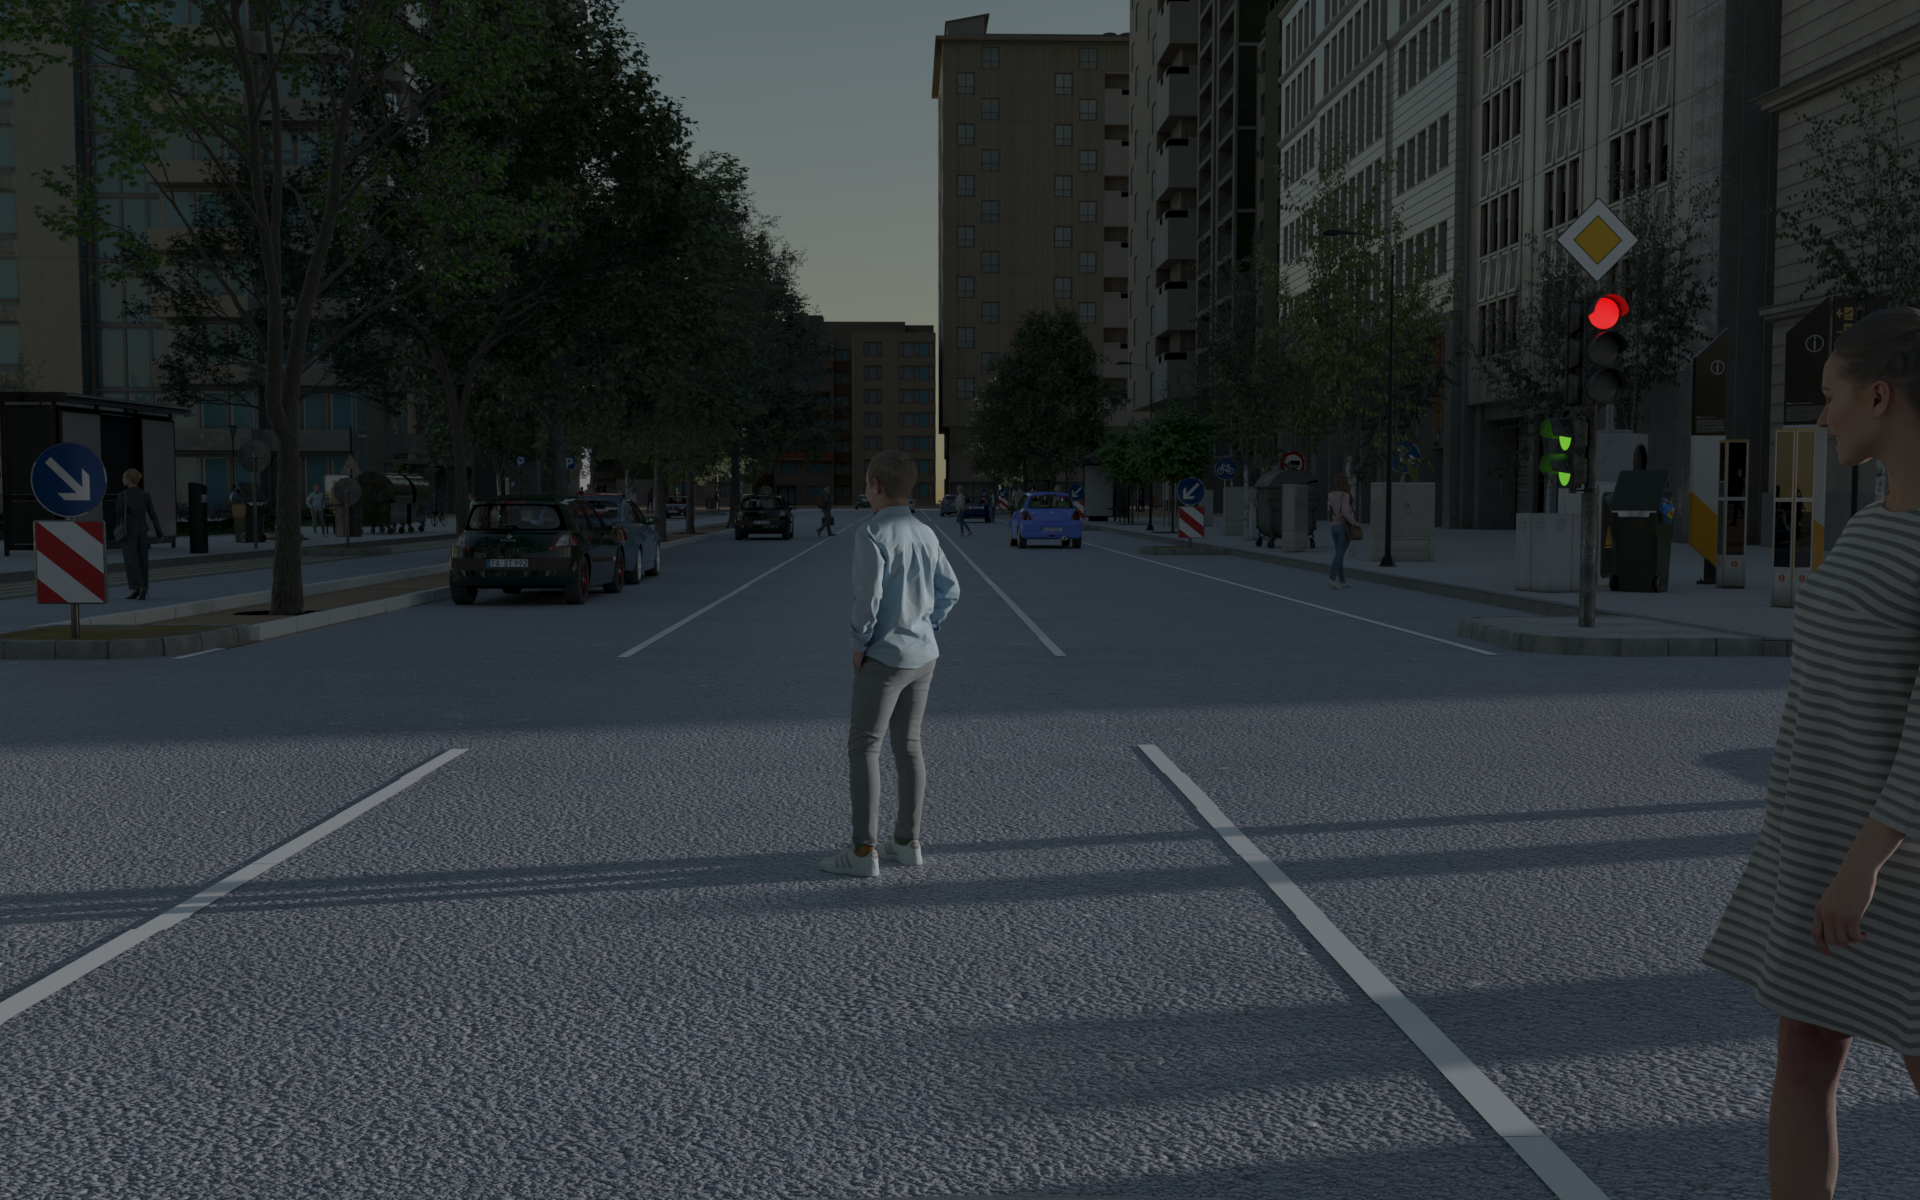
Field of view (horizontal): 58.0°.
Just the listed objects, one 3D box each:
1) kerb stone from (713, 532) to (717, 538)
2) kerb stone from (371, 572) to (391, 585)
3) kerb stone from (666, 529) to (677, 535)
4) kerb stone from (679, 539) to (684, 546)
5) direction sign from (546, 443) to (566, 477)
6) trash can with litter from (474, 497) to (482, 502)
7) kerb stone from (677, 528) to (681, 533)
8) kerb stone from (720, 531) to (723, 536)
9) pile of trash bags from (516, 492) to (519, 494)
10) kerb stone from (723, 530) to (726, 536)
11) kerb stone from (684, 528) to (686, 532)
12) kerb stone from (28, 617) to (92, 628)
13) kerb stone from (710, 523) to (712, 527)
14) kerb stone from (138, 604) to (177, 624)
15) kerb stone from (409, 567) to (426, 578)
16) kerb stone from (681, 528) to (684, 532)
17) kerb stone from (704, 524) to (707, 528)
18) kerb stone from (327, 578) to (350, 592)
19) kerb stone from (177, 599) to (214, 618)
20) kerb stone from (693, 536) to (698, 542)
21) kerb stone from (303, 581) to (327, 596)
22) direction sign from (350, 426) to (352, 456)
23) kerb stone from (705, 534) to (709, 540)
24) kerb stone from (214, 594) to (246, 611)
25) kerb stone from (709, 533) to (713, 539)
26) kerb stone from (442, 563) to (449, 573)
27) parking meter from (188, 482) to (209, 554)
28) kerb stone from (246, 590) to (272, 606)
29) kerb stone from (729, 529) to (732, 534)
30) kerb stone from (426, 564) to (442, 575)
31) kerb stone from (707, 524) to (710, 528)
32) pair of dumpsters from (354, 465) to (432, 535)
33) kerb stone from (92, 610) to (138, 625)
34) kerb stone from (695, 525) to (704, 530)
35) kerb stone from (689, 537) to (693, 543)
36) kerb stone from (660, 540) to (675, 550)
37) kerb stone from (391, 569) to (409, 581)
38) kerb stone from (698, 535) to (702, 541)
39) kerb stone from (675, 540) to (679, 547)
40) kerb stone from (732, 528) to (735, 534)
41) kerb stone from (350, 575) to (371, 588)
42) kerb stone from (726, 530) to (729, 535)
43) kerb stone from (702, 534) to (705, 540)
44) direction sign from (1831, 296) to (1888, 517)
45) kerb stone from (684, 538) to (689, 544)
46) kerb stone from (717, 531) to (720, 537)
[{"bbox_3d":[-8.109,-2.085,56.281,0.120,0.150,1.000,0,4,-2],"label":"kerb stone"},{"bbox_3d":[-9.309,-0.329,27.567,0.120,0.150,1.000,0,4,-2],"label":"kerb stone"},{"bbox_3d":[-10.407,-2.461,62.426,0.120,0.150,1.000,0,4,-2],"label":"kerb stone"},{"bbox_3d":[-7.856,-1.584,48.095,0.120,0.150,1.000,0,4,-2],"label":"kerb stone"},{"bbox_3d":[-17.919,-5.195,76.932,0.876,3.537,0.379,0,4,5],"label":"direction sign"},{"bbox_3d":[-20.827,-3.937,75.757,0.624,1.170,1.055,3,4,36],"label":"trash can with litter"},{"bbox_3d":[-10.431,-2.523,63.452,0.120,0.150,1.000,0,4,-2],"label":"kerb stone"},{"bbox_3d":[-8.177,-2.208,58.329,0.120,0.150,1.000,0,4,-2],"label":"kerb stone"},{"bbox_3d":[-20.600,-4.626,85.387,3.447,1.369,1.912,-2,4,-35],"label":"pile of trash bags"},{"bbox_3d":[-8.208,-2.271,59.353,0.120,0.150,1.000,0,4,-2],"label":"kerb stone"},{"bbox_3d":[-10.502,-2.649,65.504,0.120,0.150,1.000,0,4,-2],"label":"kerb stone"},{"bbox_3d":[-8.987,0.302,17.289,0.120,0.150,1.000,0,4,-2],"label":"kerb stone"},{"bbox_3d":[-10.759,-3.144,73.709,0.120,0.150,1.000,0,4,-2],"label":"kerb stone"},{"bbox_3d":[-9.049,0.177,19.359,0.120,0.150,1.000,0,4,-2],"label":"kerb stone"},{"bbox_3d":[-9.376,-0.451,29.620,0.120,0.150,1.000,0,4,-2],"label":"kerb stone"},{"bbox_3d":[-10.475,-2.586,64.474,0.120,0.150,1.000,0,4,-2],"label":"kerb stone"},{"bbox_3d":[-10.699,-3.022,71.665,0.120,0.150,1.000,0,4,-2],"label":"kerb stone"},{"bbox_3d":[-9.241,-0.203,25.515,0.120,0.150,1.000,0,4,-2],"label":"kerb stone"},{"bbox_3d":[-9.075,0.111,20.387,0.120,0.150,1.000,0,4,-2],"label":"kerb stone"},{"bbox_3d":[-7.945,-1.772,51.165,0.120,0.150,1.000,0,4,-2],"label":"kerb stone"},{"bbox_3d":[-9.209,-0.140,24.483,0.120,0.150,1.000,0,4,-2],"label":"kerb stone"},{"bbox_3d":[-20.289,-4.022,57.761,0.379,3.537,0.876,-1,4,-18],"label":"direction sign"},{"bbox_3d":[-8.048,-1.960,54.236,0.120,0.150,1.000,0,4,-2],"label":"kerb stone"},{"bbox_3d":[-9.109,0.048,21.416,0.120,0.150,1.000,0,4,-2],"label":"kerb stone"},{"bbox_3d":[-8.079,-2.022,55.260,0.120,0.150,1.000,0,4,-2],"label":"kerb stone"},{"bbox_3d":[-9.441,-0.580,31.675,0.120,0.150,1.000,0,4,-2],"label":"kerb stone"},{"bbox_3d":[-16.472,-1.776,37.454,0.372,1.533,0.369,0,3,0],"label":"parking meter"},{"bbox_3d":[-9.147,-0.015,22.438,0.120,0.150,1.000,0,4,-2],"label":"kerb stone"},{"bbox_3d":[-8.269,-2.398,61.406,0.120,0.150,1.000,0,4,-2],"label":"kerb stone"},{"bbox_3d":[-9.406,-0.516,30.642,0.120,0.150,1.000,0,4,-2],"label":"kerb stone"},{"bbox_3d":[-10.728,-3.088,72.686,0.120,0.150,1.000,0,4,-2],"label":"kerb stone"},{"bbox_3d":[-18.572,-3.305,56.536,1.574,2.255,4.437,0,4,-2],"label":"pair of dumpsters"},{"bbox_3d":[-9.016,0.237,18.333,0.120,0.150,1.000,0,4,-2],"label":"kerb stone"},{"bbox_3d":[-10.672,-2.963,70.643,0.120,0.150,1.000,0,4,-2],"label":"kerb stone"},{"bbox_3d":[-7.916,-1.709,50.143,0.120,0.150,1.000,0,4,-2],"label":"kerb stone"},{"bbox_3d":[-7.786,-1.459,46.051,0.120,0.150,1.000,0,4,-2],"label":"kerb stone"},{"bbox_3d":[-9.341,-0.385,28.597,0.120,0.150,1.000,0,4,-2],"label":"kerb stone"},{"bbox_3d":[-7.984,-1.833,52.186,0.120,0.150,1.000,0,4,-2],"label":"kerb stone"},{"bbox_3d":[-7.819,-1.519,47.073,0.120,0.150,1.000,0,4,-2],"label":"kerb stone"},{"bbox_3d":[-8.302,-2.461,62.428,0.120,0.150,1.000,0,4,-2],"label":"kerb stone"},{"bbox_3d":[-9.278,-0.266,26.545,0.120,0.150,1.000,0,4,-2],"label":"kerb stone"},{"bbox_3d":[-8.245,-2.335,60.375,0.120,0.150,1.000,0,4,-2],"label":"kerb stone"},{"bbox_3d":[-8.018,-1.897,53.213,0.120,0.150,1.000,0,4,-2],"label":"kerb stone"},{"bbox_3d":[10.377,-1.716,20.062,0.876,3.537,0.379,-2,4,-25],"label":"direction sign"},{"bbox_3d":[-7.893,-1.643,49.116,0.120,0.150,1.000,0,4,-2],"label":"kerb stone"},{"bbox_3d":[-8.146,-2.147,57.305,0.120,0.150,1.000,0,4,-2],"label":"kerb stone"}]
